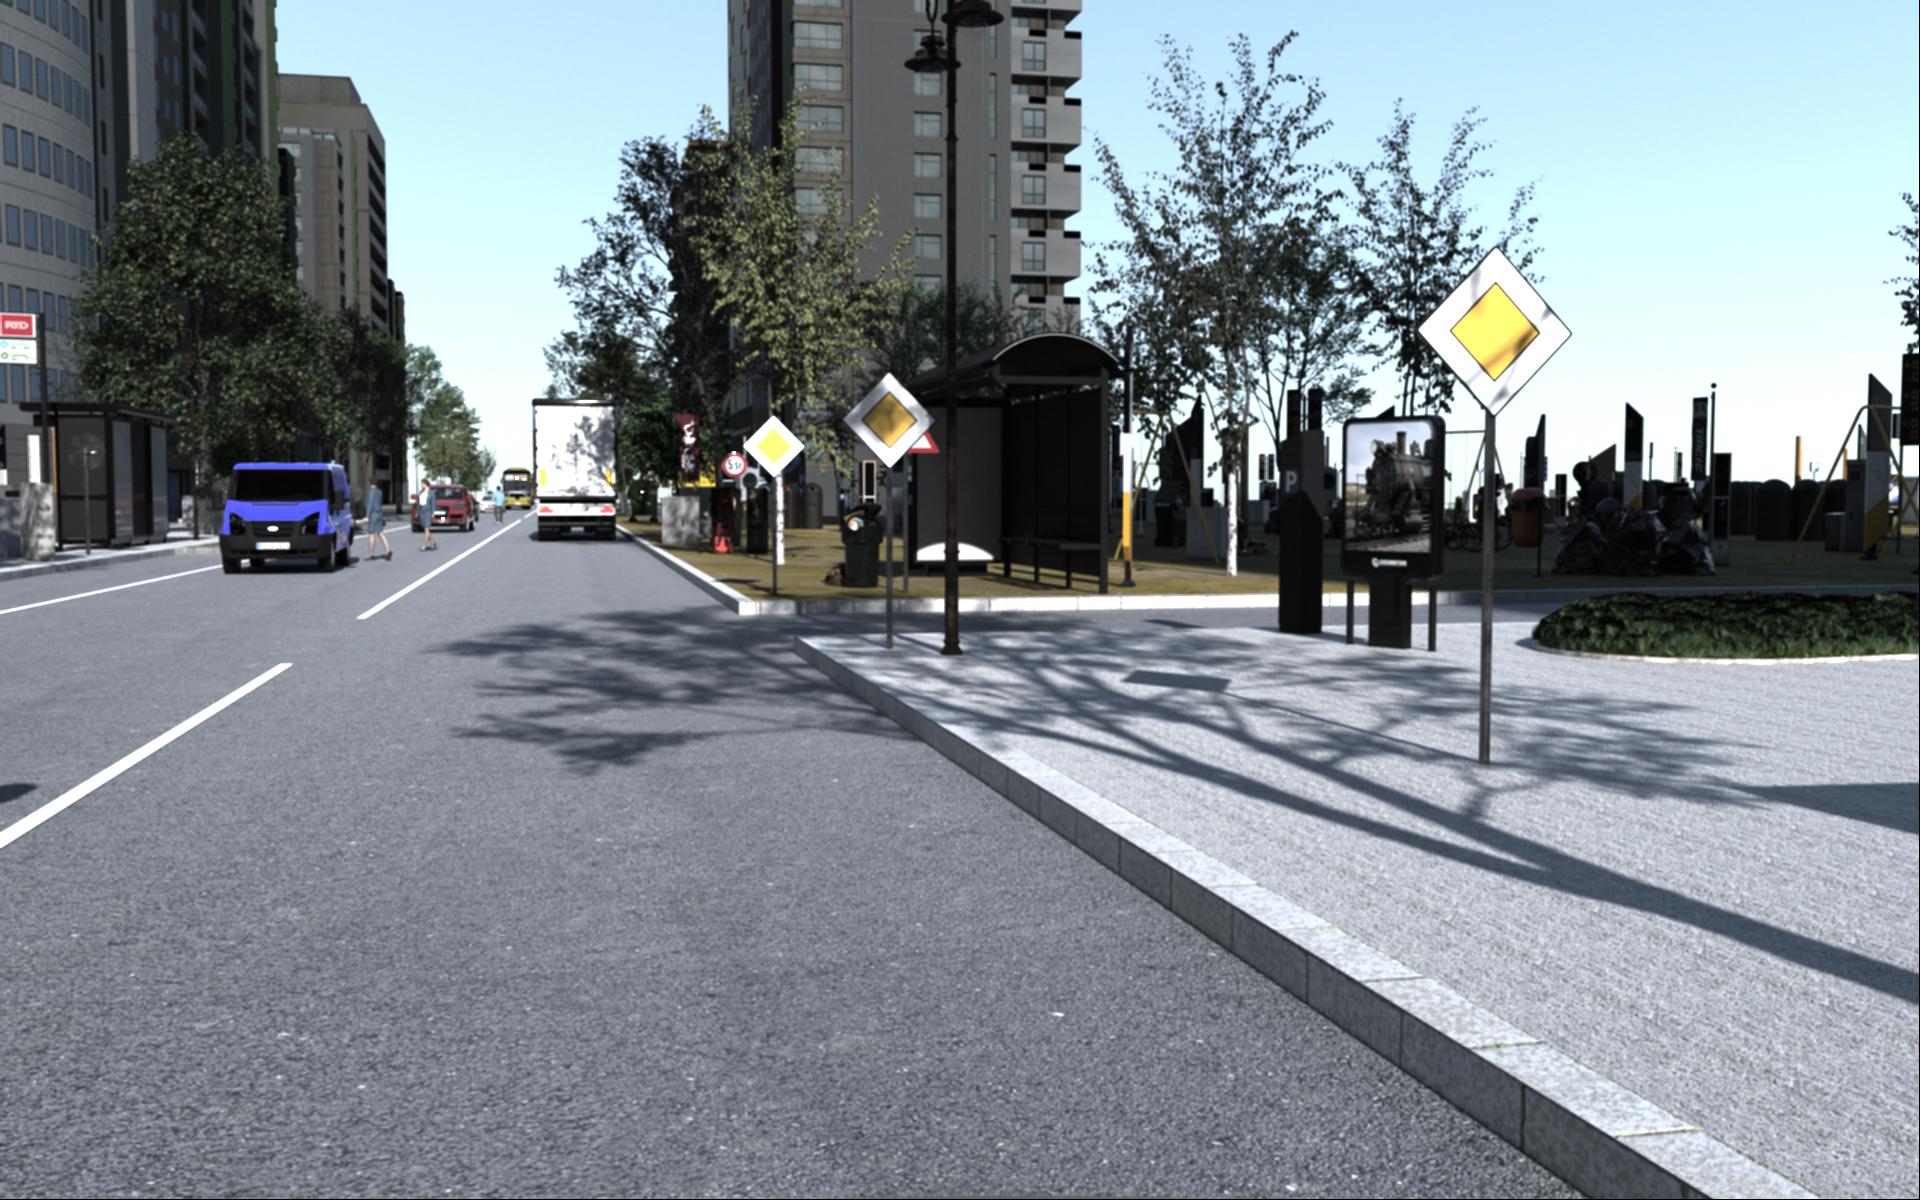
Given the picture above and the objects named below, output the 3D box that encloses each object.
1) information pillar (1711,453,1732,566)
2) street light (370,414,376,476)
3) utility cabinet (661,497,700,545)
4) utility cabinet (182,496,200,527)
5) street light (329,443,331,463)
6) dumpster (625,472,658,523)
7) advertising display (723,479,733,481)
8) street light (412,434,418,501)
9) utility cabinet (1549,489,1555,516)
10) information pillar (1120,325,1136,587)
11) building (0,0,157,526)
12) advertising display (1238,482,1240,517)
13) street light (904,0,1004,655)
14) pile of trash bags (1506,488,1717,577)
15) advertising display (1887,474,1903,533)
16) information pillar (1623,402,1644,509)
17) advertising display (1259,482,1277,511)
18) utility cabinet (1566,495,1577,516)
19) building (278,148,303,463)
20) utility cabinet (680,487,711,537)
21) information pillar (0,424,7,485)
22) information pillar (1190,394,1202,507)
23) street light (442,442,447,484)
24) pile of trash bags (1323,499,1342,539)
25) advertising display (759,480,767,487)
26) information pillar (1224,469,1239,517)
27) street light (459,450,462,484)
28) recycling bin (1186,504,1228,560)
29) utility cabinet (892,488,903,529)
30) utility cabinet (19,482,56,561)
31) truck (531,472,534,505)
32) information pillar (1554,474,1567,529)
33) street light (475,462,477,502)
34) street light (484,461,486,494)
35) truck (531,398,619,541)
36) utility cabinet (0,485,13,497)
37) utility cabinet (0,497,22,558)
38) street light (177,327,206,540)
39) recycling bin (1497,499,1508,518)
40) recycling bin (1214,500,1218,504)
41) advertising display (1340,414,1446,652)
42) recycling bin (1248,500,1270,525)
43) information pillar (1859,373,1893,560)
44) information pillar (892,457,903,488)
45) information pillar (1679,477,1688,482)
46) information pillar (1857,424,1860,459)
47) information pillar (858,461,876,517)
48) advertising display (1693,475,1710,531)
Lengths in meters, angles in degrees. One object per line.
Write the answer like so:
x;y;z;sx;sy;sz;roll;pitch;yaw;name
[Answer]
13.603;-1.619;30.958;0.304;2.012;0.304;1;4;23;information pillar
-31.863;-7.418;94.070;0.468;5.910;1.993;-1;4;-13;street light
-7.132;-2.019;44.165;1.020;1.237;0.306;2;4;30;utility cabinet
-30.290;-3.518;68.678;1.020;1.237;0.306;-2;4;-23;utility cabinet
-27.920;-6.358;76.748;0.468;5.910;1.993;-1;4;-13;street light
-14.337;-4.640;78.356;1.502;2.255;1.985;-1;4;-13;dumpster
-9.802;-4.233;74.425;0.974;1.923;0.123;-2;4;-24;advertising display
-38.350;-9.143;122.281;0.468;5.910;1.993;-1;4;-13;street light
27.878;-4.432;81.150;0.318;1.500;1.173;0;4;7;utility cabinet
2.313;-1.987;23.836;0.183;3.616;0.504;1;4;11;information pillar
-46.550;-32.197;68.427;21.231;58.520;28.212;-1;4;-13;building
15.155;-5.523;95.521;0.123;1.923;0.974;3;4;37;advertising display
-0.066;-2.501;13.677;0.468;5.910;1.993;-1;4;-13;street light
10.177;-1.088;27.543;3.447;1.369;1.912;-1;4;-22;pile of trash bags
30.199;-3.130;56.389;0.974;1.923;0.123;0;4;-8;advertising display
17.074;-3.217;43.955;0.183;3.616;0.504;-3;4;-37;information pillar
16.203;-5.254;91.117;0.974;1.923;0.123;3;4;38;advertising display
33.978;-5.249;96.988;1.020;1.237;0.306;0;4;5;utility cabinet
-60.724;-22.349;137.100;14.160;30.474;14.107;-1;4;-13;building
-7.588;-2.575;50.773;1.173;1.500;0.318;-1;4;-13;utility cabinet
-32.234;-4.095;58.311;0.504;3.616;0.183;3;4;38;information pillar
5.569;-3.029;40.877;0.183;3.616;0.504;-1;4;-14;information pillar
-44.988;-10.906;151.101;0.468;5.910;1.993;-1;4;-13;street light
11.806;-2.399;48.973;1.912;1.369;3.447;-1;4;-20;pile of trash bags
-9.322;-4.653;81.293;0.974;1.923;0.123;3;5;40;advertising display
8.015;-2.855;51.179;0.304;2.012;0.304;-3;5;-42;information pillar
-50.546;-12.374;175.096;0.468;5.910;1.993;-1;4;-13;street light
4.906;-1.308;33.946;0.722;1.027;0.722;2;4;32;recycling bin
-2.095;-3.302;62.667;1.173;1.500;0.318;-3;5;-42;utility cabinet
-17.724;-1.505;33.285;0.318;1.500;1.173;-3;5;-42;utility cabinet
-56.401;-14.383;224.068;2.839;4.237;11.283;-1;4;-12;truck
21.848;-3.578;62.991;0.304;2.012;0.304;-1;4;-10;information pillar
-56.990;-14.118;203.615;0.468;5.910;1.993;-1;4;-13;street light
-63.731;-15.895;232.667;0.468;5.910;1.993;-1;4;-13;street light
-12.455;-4.125;56.357;2.839;4.237;11.283;-1;4;-12;truck
-22.668;-1.950;40.564;0.318;1.500;1.173;0;4;3;utility cabinet
-19.305;-1.435;34.624;0.306;1.237;1.020;2;4;34;utility cabinet
-21.274;-4.604;48.067;0.468;5.910;1.993;-1;4;-13;street light
27.190;-4.577;87.384;0.722;1.027;0.722;2;4;28;recycling bin
11.054;-3.954;77.204;0.722;1.027;0.722;-1;4;-12;recycling bin
3.593;-0.563;14.426;0.123;1.923;0.974;-3;4;-38;advertising display
12.659;-3.721;73.389;0.722;1.027;0.722;2;4;30;recycling bin
17.838;-2.589;33.681;0.504;3.616;0.183;-1;4;-9;information pillar
-2.340;-4.555;65.822;0.504;3.616;0.183;-1;4;-10;information pillar
31.285;-4.309;74.951;0.304;2.012;0.304;3;4;36;information pillar
30.108;-4.070;57.896;0.504;3.616;0.183;-3;5;-40;information pillar
-2.057;-2.068;38.311;0.304;2.012;0.304;-2;4;-27;information pillar
25.881;-3.344;59.884;0.974;1.923;0.123;1;4;9;advertising display
